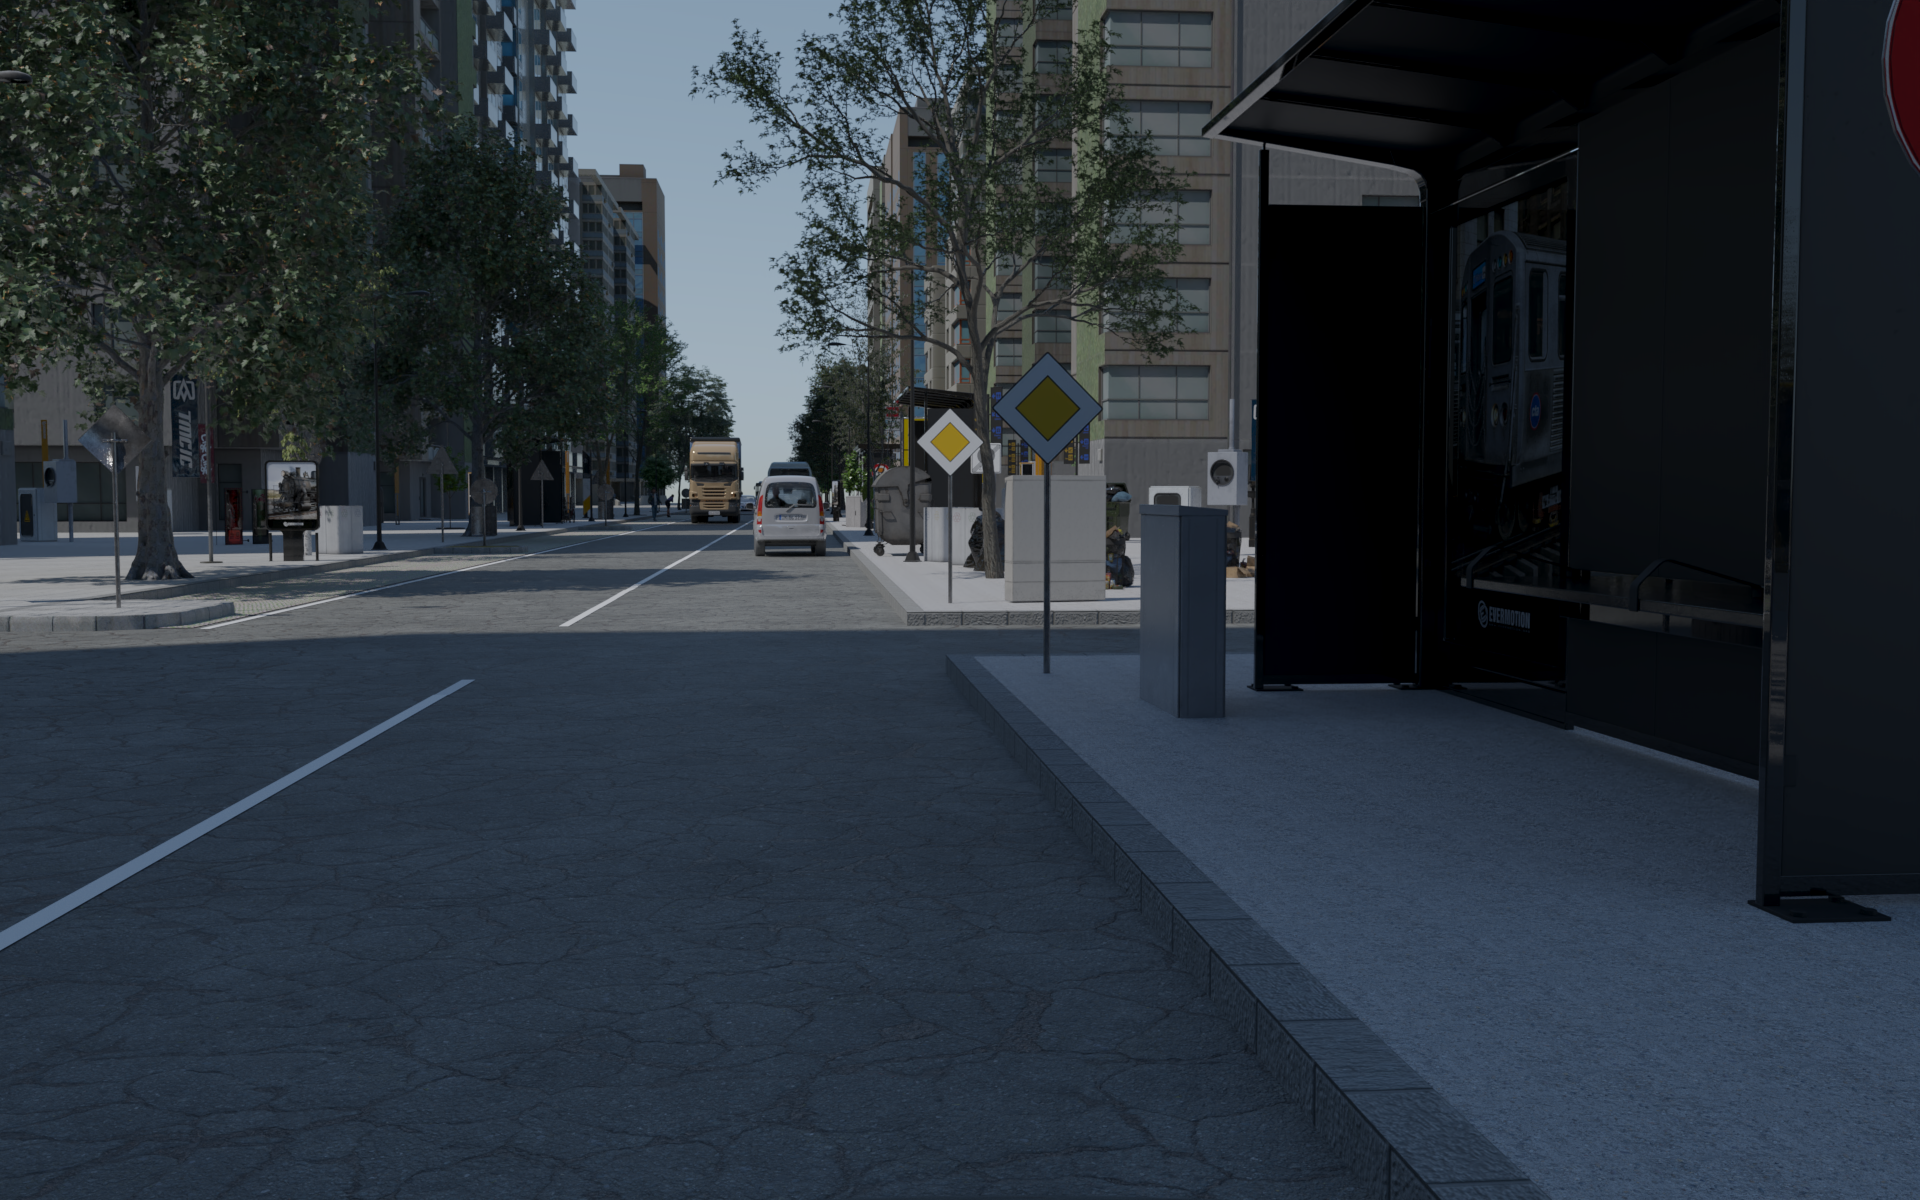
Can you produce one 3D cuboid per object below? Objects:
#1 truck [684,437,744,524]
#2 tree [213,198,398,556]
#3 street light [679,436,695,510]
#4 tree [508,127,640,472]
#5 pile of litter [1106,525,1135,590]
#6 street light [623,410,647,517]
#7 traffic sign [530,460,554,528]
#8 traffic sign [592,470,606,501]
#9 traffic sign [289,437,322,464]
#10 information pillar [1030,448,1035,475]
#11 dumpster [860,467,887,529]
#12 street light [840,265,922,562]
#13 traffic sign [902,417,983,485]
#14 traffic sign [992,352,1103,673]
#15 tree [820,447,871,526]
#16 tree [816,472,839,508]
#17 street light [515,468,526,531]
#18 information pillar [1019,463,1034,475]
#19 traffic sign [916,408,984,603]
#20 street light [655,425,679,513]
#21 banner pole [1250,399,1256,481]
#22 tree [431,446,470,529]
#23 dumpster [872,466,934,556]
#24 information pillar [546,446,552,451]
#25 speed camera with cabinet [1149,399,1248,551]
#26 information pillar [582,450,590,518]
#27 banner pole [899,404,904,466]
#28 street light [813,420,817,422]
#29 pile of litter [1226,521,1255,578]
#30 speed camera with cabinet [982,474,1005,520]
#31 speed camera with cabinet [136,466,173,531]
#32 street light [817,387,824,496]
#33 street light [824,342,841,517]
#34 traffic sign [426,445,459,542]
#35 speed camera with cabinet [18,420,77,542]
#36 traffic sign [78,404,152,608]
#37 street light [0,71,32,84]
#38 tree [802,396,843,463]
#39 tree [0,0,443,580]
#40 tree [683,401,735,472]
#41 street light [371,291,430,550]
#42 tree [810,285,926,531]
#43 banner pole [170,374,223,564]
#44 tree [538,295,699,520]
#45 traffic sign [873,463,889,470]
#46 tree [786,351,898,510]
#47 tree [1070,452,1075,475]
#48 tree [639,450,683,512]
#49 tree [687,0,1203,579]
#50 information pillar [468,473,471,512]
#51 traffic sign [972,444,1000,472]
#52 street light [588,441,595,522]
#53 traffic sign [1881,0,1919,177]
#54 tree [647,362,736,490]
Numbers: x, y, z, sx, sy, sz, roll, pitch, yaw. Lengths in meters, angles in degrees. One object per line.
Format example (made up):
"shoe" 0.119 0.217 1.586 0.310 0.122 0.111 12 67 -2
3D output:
"truck" -12.336 -6.043 87.710 2.839 4.237 11.283 0 4 -7
"tree" -13.829 -5.225 35.797 4.737 8.622 4.395 0 3 0
"street light" -21.812 -10.115 137.916 1.470 5.913 1.316 0 4 -5
"tree" -14.515 -8.270 52.223 9.611 12.733 9.660 0 3 0
"pile of litter" 1.809 -0.595 23.690 1.176 0.858 1.719 2 4 33
"street light" -18.039 -7.558 96.112 1.470 5.913 1.316 0 4 -5
"traffic sign" -15.853 -4.018 65.694 0.884 2.594 0.081 0 4 1
"traffic sign" -19.404 -5.681 92.885 0.884 2.594 0.081 0 4 2
"traffic sign" -14.662 -2.366 38.786 0.768 2.556 0.104 0 4 2
"information pillar" 2.025 -3.202 43.708 0.504 3.616 0.183 -1 4 -19
"dumpster" -2.890 -3.750 63.813 1.502 2.255 1.985 0 4 -5
"street light" -1.438 -3.671 32.562 1.470 5.913 1.316 0 4 -5
"traffic sign" -0.390 -3.170 45.696 2.265 3.308 0.079 0 4 3
"traffic sign" 0.618 -0.532 12.338 0.795 2.450 0.064 0 4 -5
"tree" -4.326 -4.595 69.723 1.663 3.219 1.824 0 3 0
"tree" -11.755 -10.584 156.766 4.285 4.588 4.351 0 3 0
"street light" -14.772 -5.365 60.258 1.470 5.913 1.316 0 4 -5
"information pillar" 1.558 -2.205 40.538 0.304 2.012 0.304 0 4 -5
"traffic sign" -0.118 -1.018 20.289 0.795 2.450 0.064 0 4 -5
"street light" -19.960 -8.828 116.871 1.470 5.913 1.316 0 4 -5
"banner pole" 7.133 -3.064 40.118 0.863 3.779 0.401 1 4 22
"tree" -18.772 -4.208 63.397 1.663 3.219 1.824 0 3 0
"dumpster" -1.194 -1.871 36.349 1.264 1.857 1.865 0 4 -5
"information pillar" -19.770 -5.613 83.122 0.504 3.616 0.183 -1 4 -17
"speed camera with cabinet" 4.987 -2.570 36.351 2.038 3.252 0.660 2 4 34
"information pillar" -19.896 -6.177 92.352 0.504 3.616 0.183 -2 4 -35
"banner pole" -1.614 -3.557 48.166 0.401 3.779 0.863 0 4 -6
"street light" -7.152 -7.494 95.071 1.470 5.913 1.316 0 4 -5
"pile of litter" 4.299 -0.790 26.890 1.719 0.858 1.176 0 4 1
"speed camera with cabinet" 1.248 -3.369 49.426 2.038 3.252 0.660 -1 4 -22
"speed camera with cabinet" -25.665 -3.718 55.127 0.660 3.252 2.038 -1 4 -11
"street light" -5.299 -6.239 74.543 1.470 5.913 1.316 0 4 -5
"street light" -3.345 -4.926 53.085 1.470 5.913 1.316 0 4 -5
"traffic sign" -13.733 -2.808 45.920 0.884 2.594 0.081 0 4 4
"speed camera with cabinet" -24.483 -3.186 46.432 2.038 3.252 0.660 2 4 35
"traffic sign" -9.474 -0.967 19.447 0.795 2.450 0.064 0 4 -5
"street light" -10.894 -2.850 19.134 1.470 5.913 1.316 0 4 -5
"tree" -12.136 -15.141 165.682 7.486 12.596 7.792 0 3 0
"tree" -12.172 -6.652 25.771 9.611 12.733 9.660 0 3 0
"tree" -30.201 -17.746 208.273 7.486 12.596 7.792 0 3 0
"street light" -12.797 -4.105 39.656 1.470 5.913 1.316 0 4 -5
"tree" -2.978 -6.671 59.430 4.360 8.622 3.978 0 3 0
"banner pole" -14.095 -2.563 31.922 0.863 3.779 0.401 -2 4 -35
"tree" -18.034 -9.891 87.478 9.928 11.665 9.643 0 3 0
"traffic sign" -3.243 -4.352 71.264 0.768 2.556 0.104 0 4 4
"tree" -9.610 -13.585 139.130 9.611 12.733 9.660 0 3 0
"tree" 6.748 -5.856 79.455 4.285 4.588 4.351 0 3 0
"tree" -22.182 -8.773 127.160 4.285 4.588 4.351 0 3 0
"tree" 0.220 -5.614 26.197 7.601 10.594 8.767 2 4 23
"information pillar" -16.613 -3.352 59.296 0.304 2.012 0.304 1 4 14
"traffic sign" 0.526 -2.011 35.007 0.606 2.300 0.079 0 4 1
"street light" -16.708 -6.630 80.940 1.470 5.913 1.316 0 4 -5
"traffic sign" 2.269 -0.215 3.627 0.768 2.556 0.104 0 4 1
"tree" -26.090 -16.016 168.513 9.857 13.997 8.962 0 3 0
